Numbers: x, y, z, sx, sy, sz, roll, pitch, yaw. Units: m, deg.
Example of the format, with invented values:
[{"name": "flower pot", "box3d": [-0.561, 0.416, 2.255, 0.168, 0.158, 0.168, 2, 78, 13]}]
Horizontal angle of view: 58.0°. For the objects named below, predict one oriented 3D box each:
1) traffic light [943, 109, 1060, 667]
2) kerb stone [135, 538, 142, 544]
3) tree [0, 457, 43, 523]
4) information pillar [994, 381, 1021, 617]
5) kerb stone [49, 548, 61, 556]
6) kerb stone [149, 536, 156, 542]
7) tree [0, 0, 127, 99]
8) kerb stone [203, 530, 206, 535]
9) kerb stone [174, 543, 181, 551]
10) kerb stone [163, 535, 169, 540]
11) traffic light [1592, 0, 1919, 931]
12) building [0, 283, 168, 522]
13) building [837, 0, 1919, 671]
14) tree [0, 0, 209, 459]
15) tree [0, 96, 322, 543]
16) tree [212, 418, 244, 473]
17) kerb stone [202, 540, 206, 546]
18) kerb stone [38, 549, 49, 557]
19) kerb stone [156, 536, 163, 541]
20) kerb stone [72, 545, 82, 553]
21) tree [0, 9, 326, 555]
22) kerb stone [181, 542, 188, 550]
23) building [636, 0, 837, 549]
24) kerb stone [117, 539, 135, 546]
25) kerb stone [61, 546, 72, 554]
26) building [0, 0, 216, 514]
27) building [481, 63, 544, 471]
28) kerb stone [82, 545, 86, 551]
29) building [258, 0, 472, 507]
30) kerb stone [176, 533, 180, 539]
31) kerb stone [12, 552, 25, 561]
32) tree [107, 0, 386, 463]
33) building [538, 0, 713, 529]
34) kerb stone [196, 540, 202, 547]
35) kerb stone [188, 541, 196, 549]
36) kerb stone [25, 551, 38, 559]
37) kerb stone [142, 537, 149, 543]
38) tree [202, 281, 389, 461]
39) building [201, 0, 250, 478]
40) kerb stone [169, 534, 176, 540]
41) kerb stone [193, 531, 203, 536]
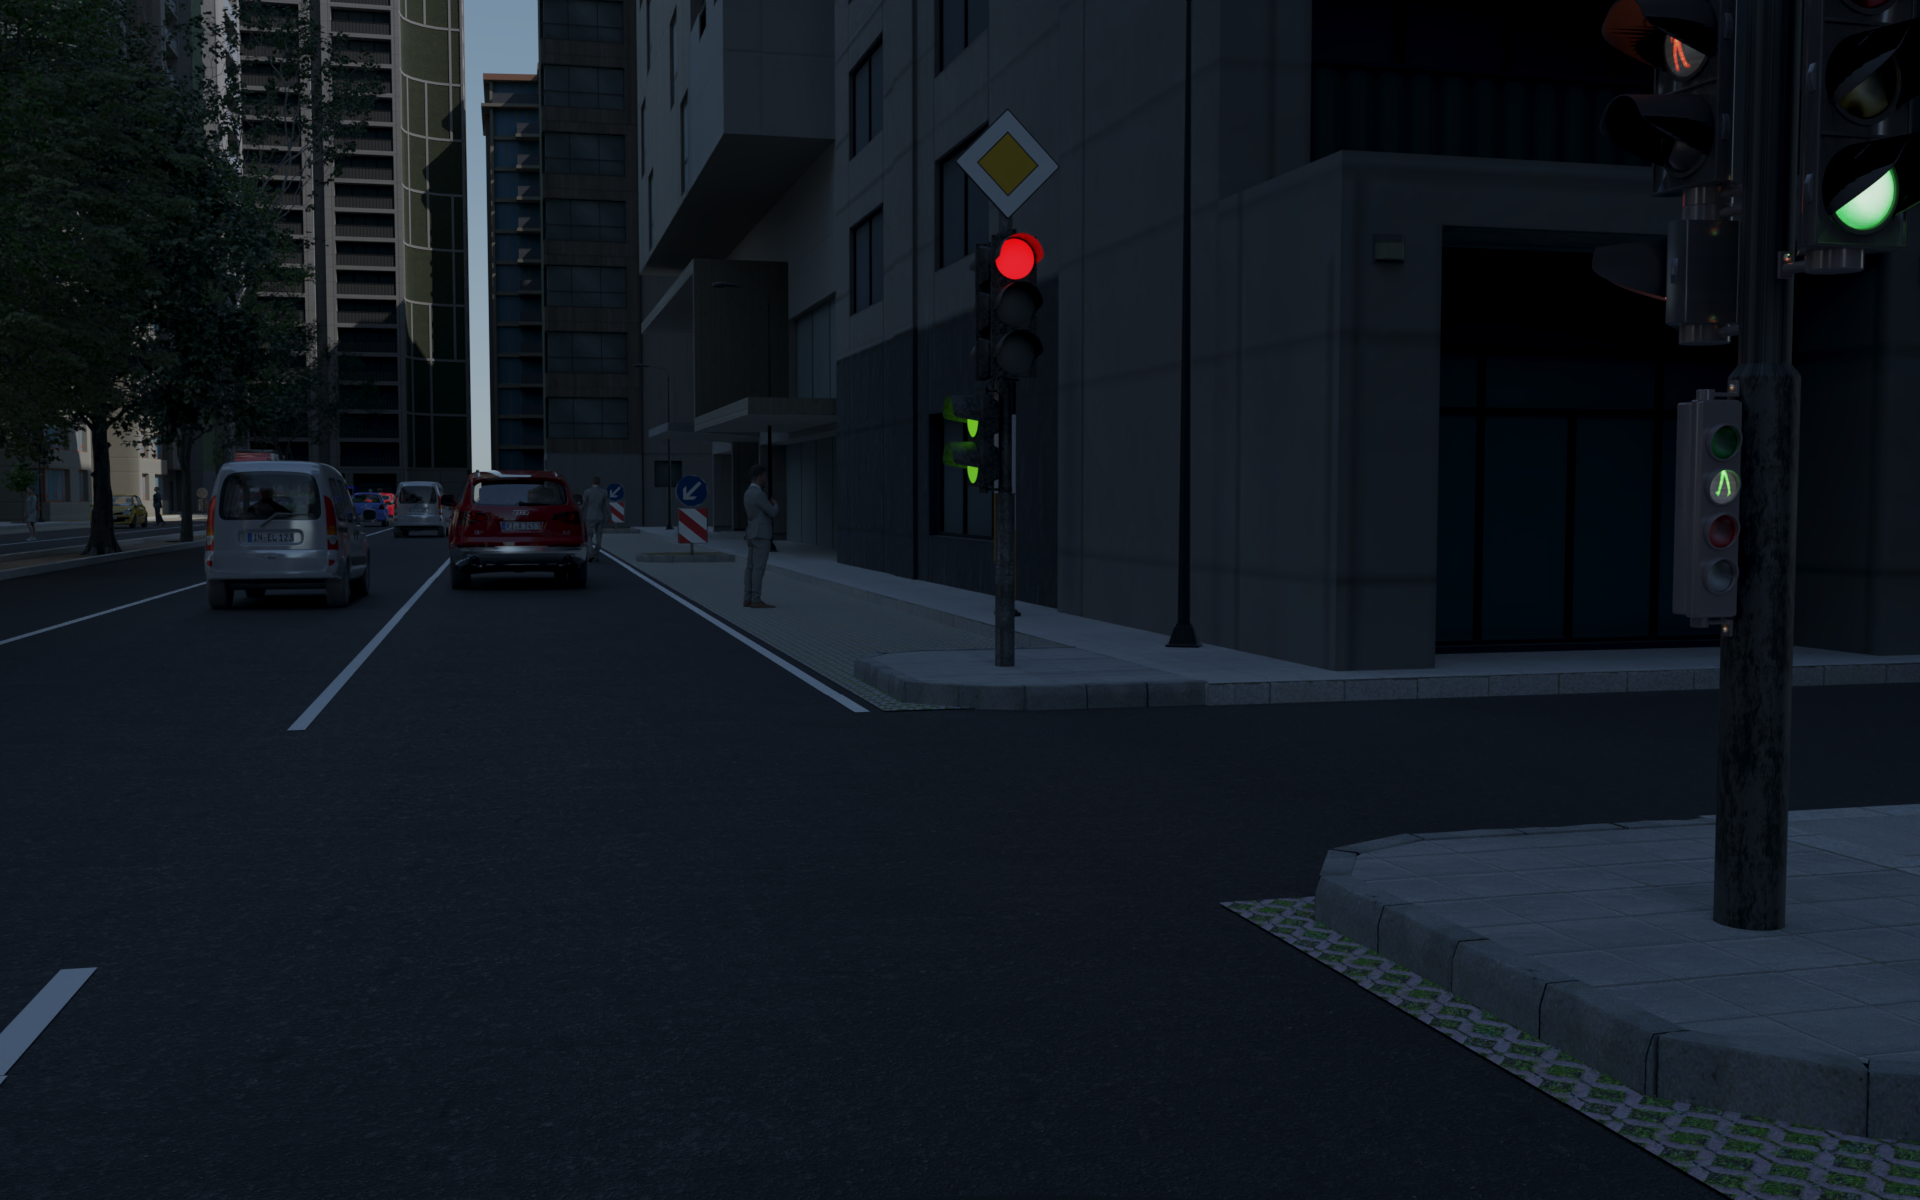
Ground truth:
[{"name": "traffic light", "box3d": [0.316, -1.461, 12.811, 0.839, 4.253, 0.868, -1, 4, -15]}, {"name": "kerb stone", "box3d": [-23.460, -1.649, 49.163, 0.120, 0.150, 1.000, -1, 4, -15]}, {"name": "tree", "box3d": [-41.240, -4.985, 76.113, 1.663, 3.219, 1.824, 0, 3, 0]}, {"name": "information pillar", "box3d": [0.477, -1.644, 18.237, 0.183, 3.616, 0.504, -1, 4, -17]}, {"name": "kerb stone", "box3d": [-21.130, -1.101, 40.220, 0.120, 0.150, 1.000, -1, 4, -15]}, {"name": "kerb stone", "box3d": [-23.982, -1.770, 51.151, 0.120, 0.150, 1.000, -1, 4, -15]}, {"name": "tree", "box3d": [-15.018, -5.760, 22.392, 9.928, 11.665, 9.643, 0, 3, 0]}, {"name": "kerb stone", "box3d": [-26.309, -2.317, 60.090, 0.120, 0.150, 1.000, -1, 4, -15]}, {"name": "kerb stone", "box3d": [-19.875, -1.313, 43.710, 0.120, 0.150, 1.000, -1, 4, -15]}, {"name": "kerb stone", "box3d": [-24.497, -1.893, 53.140, 0.120, 0.150, 1.000, -1, 4, -15]}, {"name": "traffic light", "box3d": [0.326, -1.820, 4.419, 4.771, 5.953, 1.251, -1, 4, -15]}, {"name": "building", "box3d": [-59.311, -15.004, 90.356, 27.650, 21.520, 28.899, -1, 4, -15]}, {"name": "building", "box3d": [10.121, -35.752, 22.798, 20.611, 71.187, 20.563, -1, 4, -15]}, {"name": "tree", "box3d": [-17.581, -6.740, 30.780, 7.486, 12.596, 7.792, 0, 3, 0]}, {"name": "tree", "box3d": [-22.762, -7.501, 50.849, 9.928, 11.665, 9.643, 0, 3, 0]}, {"name": "tree", "box3d": [-55.056, -10.843, 127.650, 4.737, 8.622, 4.395, 0, 3, 0]}, {"name": "kerb stone", "box3d": [-20.910, -1.559, 47.687, 0.120, 0.150, 1.000, -1, 4, -15]}, {"name": "kerb stone", "box3d": [-20.881, -1.036, 39.224, 0.120, 0.150, 1.000, -1, 4, -15]}, {"name": "kerb stone", "box3d": [-24.238, -1.832, 52.151, 0.120, 0.150, 1.000, -1, 4, -15]}, {"name": "kerb stone", "box3d": [-21.648, -1.224, 42.202, 0.120, 0.150, 1.000, -1, 4, -15]}, {"name": "tree", "box3d": [-20.202, -7.404, 40.514, 9.611, 12.733, 9.660, 0, 3, 0]}, {"name": "kerb stone", "box3d": [-20.140, -1.377, 44.704, 0.120, 0.150, 1.000, -1, 4, -15]}, {"name": "building", "box3d": [5.436, -28.061, 48.029, 28.713, 52.752, 27.495, -1, 4, -15]}, {"name": "kerb stone", "box3d": [-23.203, -1.589, 48.174, 0.120, 0.150, 1.000, -1, 4, -15]}, {"name": "kerb stone", "box3d": [-21.391, -1.163, 41.213, 0.120, 0.150, 1.000, -1, 4, -15]}, {"name": "building", "box3d": [-57.729, -26.266, 113.041, 14.154, 41.232, 14.086, -1, 4, -15]}, {"name": "building", "box3d": [-35.718, -32.043, 178.522, 28.867, 44.769, 22.147, -1, 4, -15]}, {"name": "kerb stone", "box3d": [-21.912, -1.285, 43.201, 0.120, 0.150, 1.000, -1, 4, -15]}, {"name": "building", "box3d": [-59.439, -44.795, 170.650, 20.611, 71.187, 20.563, -1, 4, -15]}, {"name": "kerb stone", "box3d": [-25.018, -2.014, 55.122, 0.120, 0.150, 1.000, -1, 4, -15]}, {"name": "kerb stone", "box3d": [-20.359, -0.920, 37.245, 0.120, 0.150, 1.000, -1, 4, -15]}, {"name": "tree", "box3d": [-27.236, -12.419, 61.394, 12.611, 20.169, 13.585, 0, 3, 0]}, {"name": "building", "box3d": [-10.844, -18.507, 74.294, 14.160, 30.474, 14.107, -1, 4, -15]}, {"name": "kerb stone", "box3d": [-20.646, -1.495, 46.693, 0.120, 0.150, 1.000, -1, 4, -15]}, {"name": "kerb stone", "box3d": [-20.391, -1.438, 45.699, 0.120, 0.150, 1.000, -1, 4, -15]}, {"name": "kerb stone", "box3d": [-20.606, -0.981, 38.238, 0.120, 0.150, 1.000, -1, 4, -15]}, {"name": "kerb stone", "box3d": [-23.722, -1.710, 50.152, 0.120, 0.150, 1.000, -1, 4, -15]}, {"name": "tree", "box3d": [-28.390, -8.322, 72.941, 8.767, 10.594, 7.601, -1, 4, -15]}, {"name": "building", "box3d": [-72.909, -36.461, 138.138, 28.212, 58.520, 21.231, -1, 4, -15]}, {"name": "kerb stone", "box3d": [-24.758, -1.950, 54.133, 0.120, 0.150, 1.000, -1, 4, -15]}, {"name": "kerb stone", "box3d": [-26.055, -2.257, 59.100, 0.120, 0.150, 1.000, -1, 4, -15]}]
